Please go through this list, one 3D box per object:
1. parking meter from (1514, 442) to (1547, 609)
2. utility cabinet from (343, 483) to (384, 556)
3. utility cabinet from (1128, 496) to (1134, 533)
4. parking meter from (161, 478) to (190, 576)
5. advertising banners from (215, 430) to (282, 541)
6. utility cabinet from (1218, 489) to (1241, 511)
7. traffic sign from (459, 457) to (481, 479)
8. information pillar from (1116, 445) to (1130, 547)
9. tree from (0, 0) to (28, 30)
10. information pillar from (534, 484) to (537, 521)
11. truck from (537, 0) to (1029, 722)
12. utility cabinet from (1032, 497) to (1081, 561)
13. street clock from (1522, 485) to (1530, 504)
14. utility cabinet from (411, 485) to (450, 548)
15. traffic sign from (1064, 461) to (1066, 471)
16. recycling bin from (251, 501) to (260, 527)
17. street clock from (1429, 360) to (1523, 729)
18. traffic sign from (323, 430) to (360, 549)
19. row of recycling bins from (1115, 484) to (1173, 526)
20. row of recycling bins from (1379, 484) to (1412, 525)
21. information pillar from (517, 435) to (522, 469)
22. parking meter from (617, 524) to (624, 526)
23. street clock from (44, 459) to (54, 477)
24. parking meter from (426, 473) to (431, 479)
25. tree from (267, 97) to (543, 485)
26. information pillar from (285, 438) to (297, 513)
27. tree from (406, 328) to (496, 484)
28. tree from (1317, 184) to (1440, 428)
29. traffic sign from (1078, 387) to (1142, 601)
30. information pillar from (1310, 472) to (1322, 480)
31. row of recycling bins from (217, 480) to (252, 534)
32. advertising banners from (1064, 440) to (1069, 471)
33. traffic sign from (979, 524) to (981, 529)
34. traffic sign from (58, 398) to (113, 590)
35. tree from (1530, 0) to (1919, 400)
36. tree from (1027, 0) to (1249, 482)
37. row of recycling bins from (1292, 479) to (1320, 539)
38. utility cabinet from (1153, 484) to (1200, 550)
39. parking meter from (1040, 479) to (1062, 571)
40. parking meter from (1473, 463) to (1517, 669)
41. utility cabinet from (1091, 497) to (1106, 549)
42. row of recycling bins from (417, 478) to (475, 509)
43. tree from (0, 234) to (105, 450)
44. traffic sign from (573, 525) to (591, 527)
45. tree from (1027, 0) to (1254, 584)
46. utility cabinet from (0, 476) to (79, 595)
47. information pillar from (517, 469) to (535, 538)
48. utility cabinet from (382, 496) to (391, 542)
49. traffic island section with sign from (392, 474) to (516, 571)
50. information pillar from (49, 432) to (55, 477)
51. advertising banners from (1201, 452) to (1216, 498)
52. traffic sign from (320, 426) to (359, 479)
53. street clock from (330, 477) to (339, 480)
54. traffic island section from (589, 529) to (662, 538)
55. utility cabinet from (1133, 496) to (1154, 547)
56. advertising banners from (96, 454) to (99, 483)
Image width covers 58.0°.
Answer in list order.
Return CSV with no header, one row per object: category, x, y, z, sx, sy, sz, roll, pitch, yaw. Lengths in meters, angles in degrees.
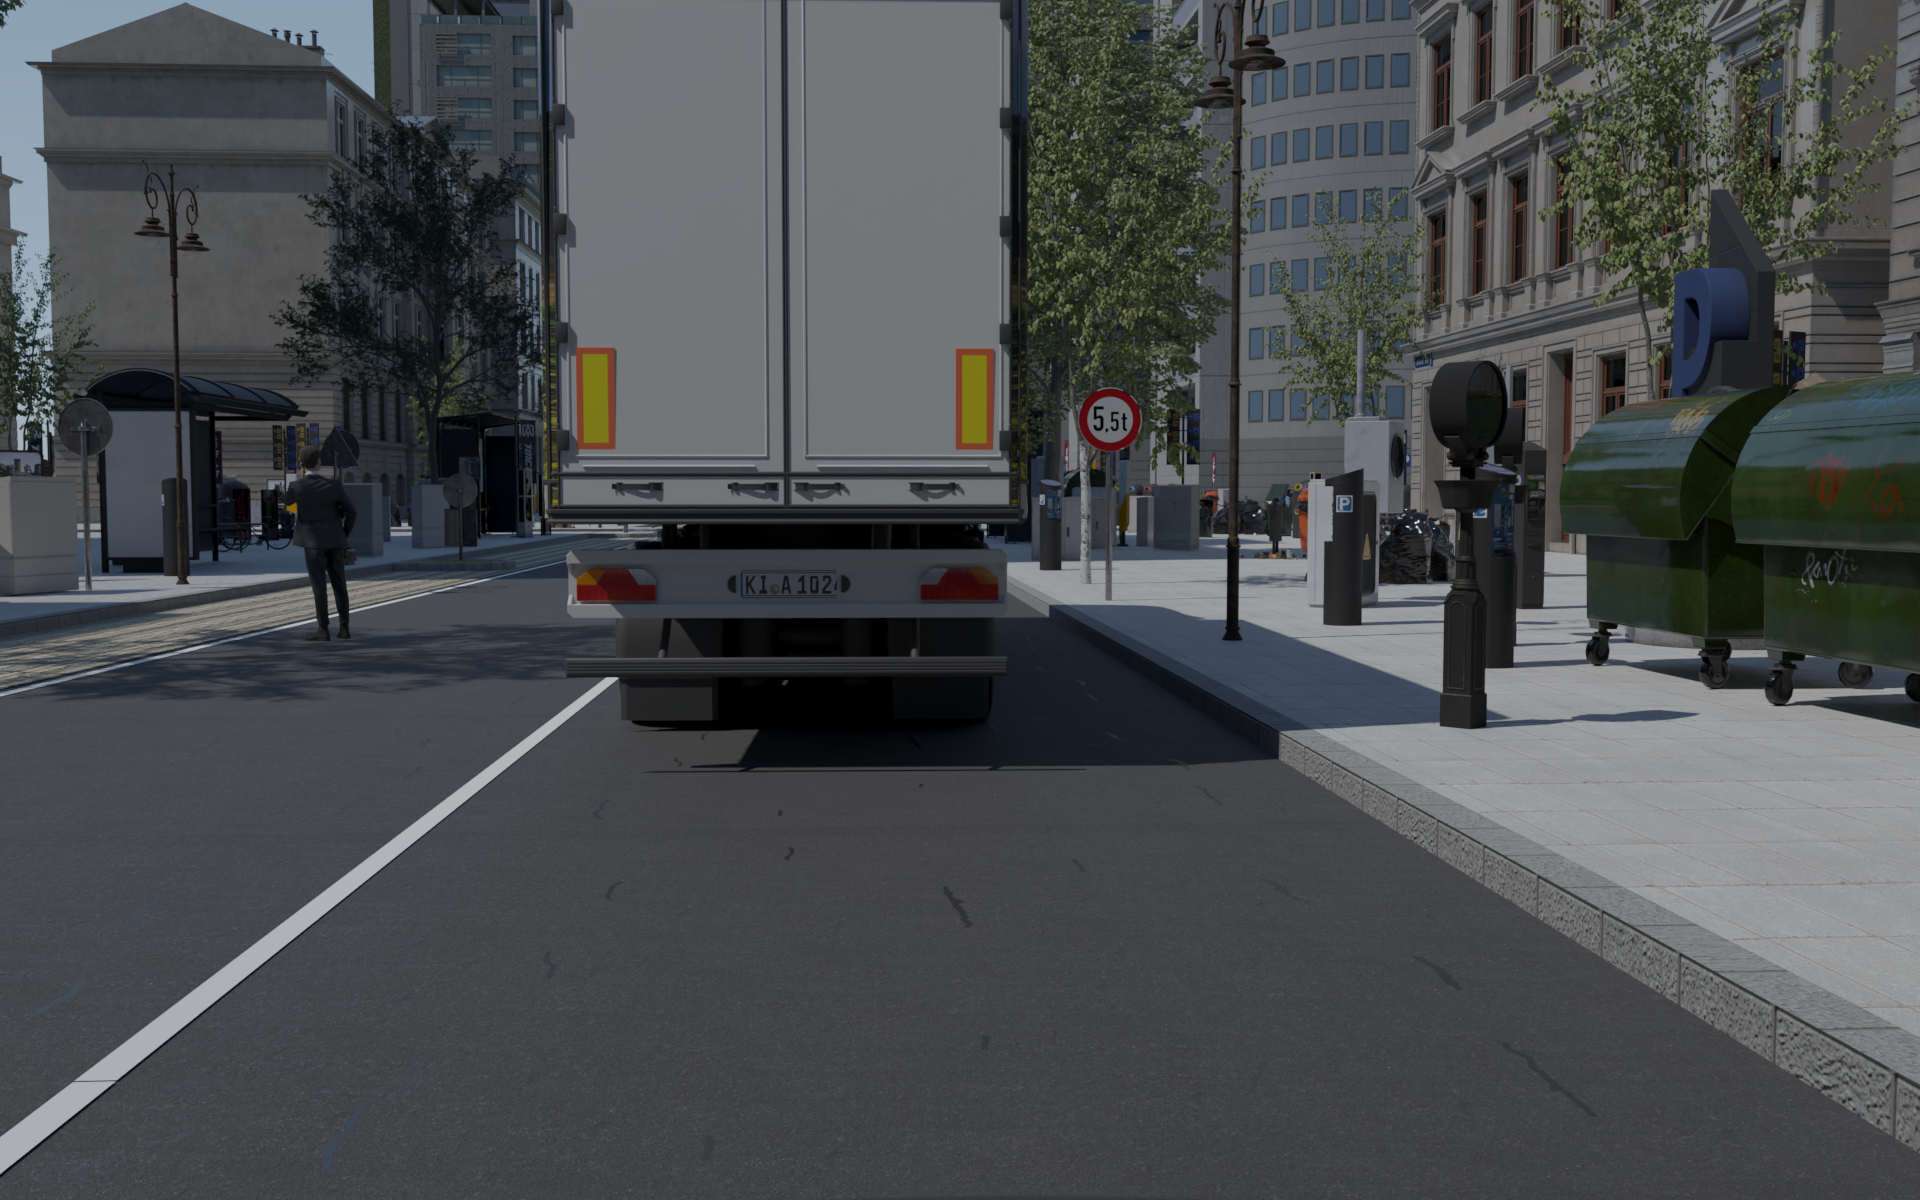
parking meter,6.350,-0.834,19.345,0.255,1.863,0.399,0,4,-6
utility cabinet,-12.365,-1.637,35.451,1.173,1.500,0.318,2,4,27
utility cabinet,5.994,-2.797,56.894,1.020,1.237,0.306,3,5,44
parking meter,-12.266,-1.142,27.086,0.372,1.533,0.369,0,3,0
advertising banners,-19.775,-3.151,47.708,2.074,3.025,0.090,0,4,-4
utility cabinet,11.617,-4.035,74.655,1.173,1.500,0.318,-3,5,-42
traffic sign,-13.457,-2.781,47.597,0.606,2.300,0.079,0,4,3
information pillar,4.009,-3.114,42.269,0.183,3.616,0.504,-1,4,-18
tree,-10.859,-5.338,13.030,9.928,11.665,9.643,0,3,0
information pillar,-20.419,-5.605,82.988,0.183,3.616,0.504,-2,4,-31
truck,-1.069,-1.548,14.218,2.839,4.237,11.283,0,4,-2
utility cabinet,1.897,-1.365,33.477,1.020,1.237,0.306,0,4,3
street clock,4.611,-0.613,14.599,0.358,2.002,0.471,1,4,19
utility cabinet,-12.605,-1.990,41.218,0.318,1.500,1.173,1,4,15
traffic sign,2.943,-3.106,52.918,0.606,2.300,0.079,0,4,4
recycling bin,-27.859,-3.370,67.653,0.722,1.027,0.722,1,4,19
street clock,2.778,-0.302,9.501,0.358,2.002,0.471,3,5,44
traffic sign,-12.333,-2.106,34.535,0.768,2.556,0.104,0,4,4
row of recycling bins,7.310,-3.788,69.050,3.534,1.692,1.069,3,5,41
row of recycling bins,18.260,-3.807,69.361,3.534,1.692,1.069,0,4,-6
information pillar,-16.450,-4.505,65.007,0.504,3.616,0.183,-3,5,-40
parking meter,-13.718,-3.942,70.170,0.399,1.863,0.255,1,4,8
street clock,-18.904,-1.900,35.630,0.358,2.002,0.471,2,4,32
parking meter,-14.833,-2.625,48.635,0.255,1.863,0.399,-1,4,-9
tree,-13.072,-6.576,41.931,8.767,10.594,7.601,3,5,40
information pillar,-27.432,-4.868,70.950,0.504,3.616,0.183,0,4,6
tree,-22.879,-7.767,77.355,4.737,8.622,4.395,0,3,0
tree,9.290,-5.518,40.586,4.737,8.622,4.395,0,3,0
traffic sign,1.792,-1.265,20.795,0.768,2.556,0.104,0,4,-2
information pillar,11.995,-3.298,58.413,0.304,2.012,0.304,-1,4,-17
row of recycling bins,-22.417,-2.792,52.770,1.069,1.692,3.534,-2,4,-33
advertising banners,3.605,-3.625,55.458,0.090,3.025,2.074,-1,4,-11
traffic sign,0.627,-3.328,54.511,0.768,2.556,0.104,0,4,3
traffic sign,-11.642,-1.404,23.063,0.768,2.556,0.104,0,4,5
tree,8.573,-4.295,20.579,4.737,8.622,4.395,0,3,0
tree,2.275,-7.176,35.459,7.486,12.596,7.792,0,3,0
row of recycling bins,10.029,-2.543,48.690,1.069,1.692,3.534,0,4,3
utility cabinet,4.947,-1.896,39.673,0.318,1.500,1.173,-3,4,-39
parking meter,1.526,-1.268,29.135,0.372,1.533,0.369,0,3,0
parking meter,3.927,-0.271,12.850,0.372,1.533,0.369,0,3,0
utility cabinet,2.978,-1.796,40.526,1.020,1.237,0.306,-3,5,-43
row of recycling bins,-13.326,-2.296,44.646,1.069,1.692,3.534,-2,4,-29
tree,-27.005,-6.091,49.950,4.737,8.622,4.395,0,3,0
traffic sign,-14.892,-4.540,68.099,2.265,3.308,0.079,0,4,3
tree,1.893,-4.518,24.233,4.737,8.622,4.395,0,3,0
utility cabinet,-11.894,-0.832,22.274,0.318,1.500,1.173,1,4,11
information pillar,-12.744,-2.830,50.764,0.304,2.012,0.304,3,4,36
utility cabinet,-15.847,-2.164,46.535,1.020,1.237,0.306,-1,4,-10
traffic island section with sign,-9.535,-1.482,32.864,1.989,1.847,2.006,0,4,-4
information pillar,-34.245,-4.528,65.382,0.183,3.616,0.504,-1,4,-18
advertising banners,10.595,-4.746,73.777,0.090,3.025,2.074,0,4,-7
traffic sign,-12.009,-2.038,33.326,0.884,2.594,0.081,0,4,-1
street clock,-25.897,-4.114,71.831,0.358,2.002,0.471,2,4,33
traffic island section,-11.115,-2.155,57.514,2.009,0.180,2.903,0,4,-4
utility cabinet,4.586,-1.937,42.831,0.306,1.237,1.020,1,4,16
advertising banners,-21.264,-2.923,43.974,0.090,3.025,2.074,1,4,13
